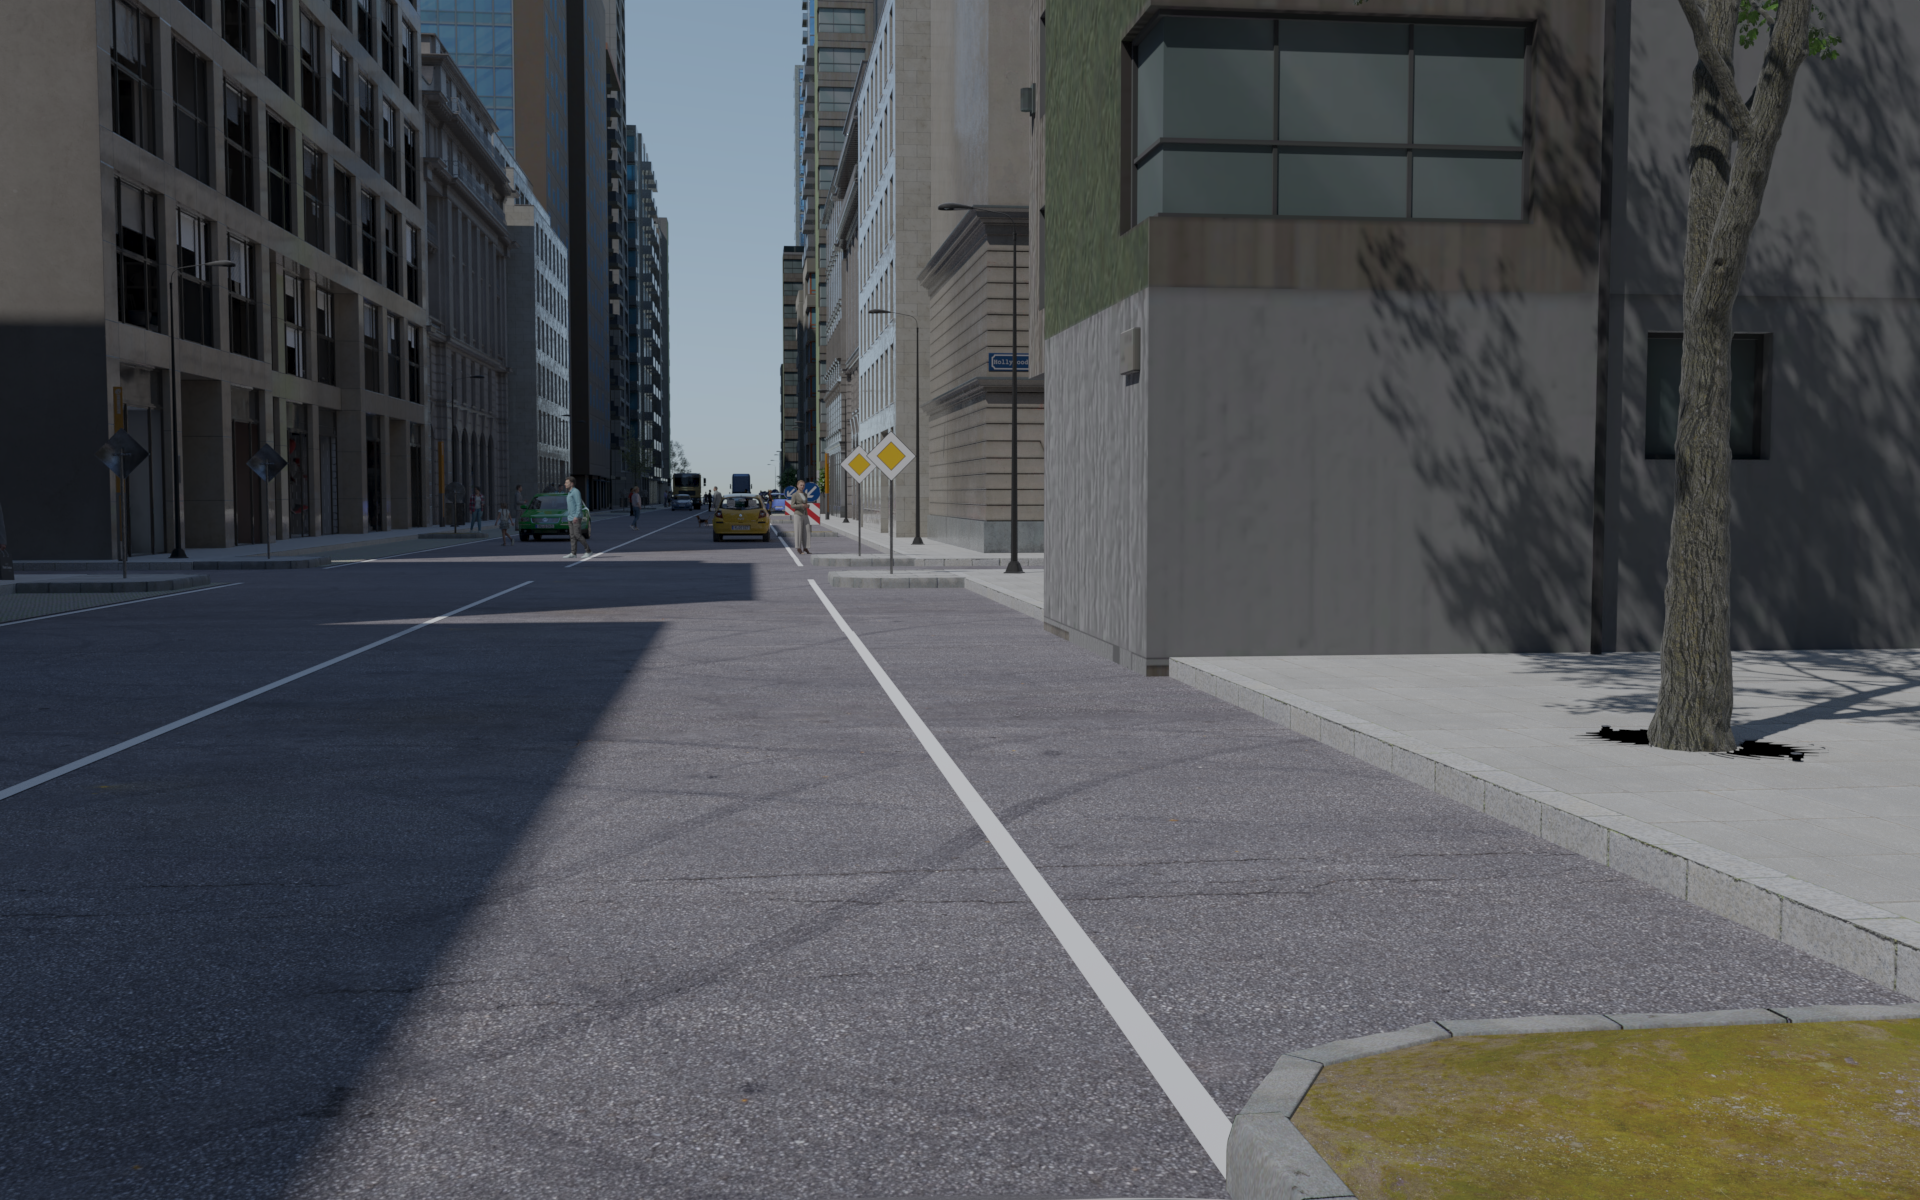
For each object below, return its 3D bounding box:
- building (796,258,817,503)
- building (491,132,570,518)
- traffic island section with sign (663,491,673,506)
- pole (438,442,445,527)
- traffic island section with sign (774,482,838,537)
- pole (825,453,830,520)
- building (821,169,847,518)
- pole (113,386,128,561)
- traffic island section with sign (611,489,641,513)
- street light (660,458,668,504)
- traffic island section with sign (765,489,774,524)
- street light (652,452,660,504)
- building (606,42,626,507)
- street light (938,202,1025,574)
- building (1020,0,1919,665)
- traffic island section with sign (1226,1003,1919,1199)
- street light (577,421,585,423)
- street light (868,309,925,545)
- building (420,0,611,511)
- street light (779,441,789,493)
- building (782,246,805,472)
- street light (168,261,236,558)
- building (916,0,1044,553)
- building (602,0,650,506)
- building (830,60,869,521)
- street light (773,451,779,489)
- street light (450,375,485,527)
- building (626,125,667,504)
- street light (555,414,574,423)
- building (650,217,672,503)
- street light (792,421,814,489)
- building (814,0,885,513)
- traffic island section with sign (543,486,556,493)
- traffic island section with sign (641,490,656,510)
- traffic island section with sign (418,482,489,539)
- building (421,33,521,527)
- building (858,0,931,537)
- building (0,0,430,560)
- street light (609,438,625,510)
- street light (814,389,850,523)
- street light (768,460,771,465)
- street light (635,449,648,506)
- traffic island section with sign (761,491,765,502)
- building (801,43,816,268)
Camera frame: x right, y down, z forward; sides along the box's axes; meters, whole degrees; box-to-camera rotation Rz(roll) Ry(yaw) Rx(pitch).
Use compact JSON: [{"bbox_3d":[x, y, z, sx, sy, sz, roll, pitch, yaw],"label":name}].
[{"bbox_3d":[0.760,-18.231,143.121,27.650,21.520,28.899,0,4,-7],"label":"building"},{"bbox_3d":[-28.563,-14.944,99.079,10.420,20.320,16.860,0,4,-7],"label":"building"},{"bbox_3d":[-35.789,-12.604,214.701,1.989,1.847,2.006,0,4,-7],"label":"traffic island section with sign"},{"bbox_3d":[-20.129,-4.489,67.245,0.158,3.312,0.155,0,3,0],"label":"pole"},{"bbox_3d":[-5.166,-3.044,58.396,1.989,1.847,2.006,0,4,-7],"label":"traffic island section with sign"},{"bbox_3d":[-6.619,-5.658,86.359,0.158,3.312,0.155,0,3,0],"label":"pole"},{"bbox_3d":[-2.886,-15.467,102.030,9.793,20.994,18.267,0,4,-7],"label":"building"},{"bbox_3d":[-15.984,-2.392,32.958,0.158,3.312,0.155,0,3,0],"label":"pole"},{"bbox_3d":[-25.822,-7.623,133.260,1.989,1.847,2.006,0,4,-7],"label":"traffic island section with sign"},{"bbox_3d":[-38.575,-15.479,225.628,1.470,5.913,1.316,0,4,-7],"label":"street light"},{"bbox_3d":[-8.437,-4.680,85.153,1.989,1.847,2.006,0,4,-7],"label":"traffic island section with sign"},{"bbox_3d":[-34.472,-13.447,192.402,1.470,5.913,1.316,0,4,-7],"label":"street light"},{"bbox_3d":[-43.788,-31.210,164.913,22.147,44.769,28.867,0,4,-7],"label":"building"},{"bbox_3d":[0.341,-3.381,27.825,1.470,5.913,1.316,0,4,-7],"label":"street light"},{"bbox_3d":[7.598,-15.204,20.291,14.160,30.474,14.107,0,4,-7],"label":"building"},{"bbox_3d":[1.587,0.331,3.216,1.989,1.847,2.006,0,4,-7],"label":"traffic island section with sign"},{"bbox_3d":[-24.441,-8.399,109.862,1.470,5.913,1.316,0,4,-7],"label":"street light"},{"bbox_3d":[-1.607,-4.349,43.648,1.470,5.913,1.316,0,4,-7],"label":"street light"},{"bbox_3d":[-36.855,-30.213,144.088,14.600,45.320,14.200,0,4,-7],"label":"building"},{"bbox_3d":[-14.937,-11.024,152.787,1.470,5.913,1.316,0,4,-7],"label":"street light"},{"bbox_3d":[-13.759,-26.393,203.233,14.160,30.474,14.107,0,4,-7],"label":"building"},{"bbox_3d":[-15.106,-3.792,34.547,1.470,5.913,1.316,0,4,-7],"label":"street light"},{"bbox_3d":[16.699,-13.752,43.923,34.723,24.649,14.460,0,4,-7],"label":"building"},{"bbox_3d":[-46.679,-46.531,199.040,20.563,71.187,20.611,0,4,-7],"label":"building"},{"bbox_3d":[1.220,-14.596,80.447,13.314,21.916,24.055,0,4,-7],"label":"building"},{"bbox_3d":[-19.052,-13.077,186.350,1.470,5.913,1.316,0,4,-7],"label":"street light"},{"bbox_3d":[-19.267,-5.824,67.766,1.470,5.913,1.316,0,4,-7],"label":"street light"},{"bbox_3d":[-50.691,-37.021,224.902,23.786,49.044,30.456,0,4,-7],"label":"building"},{"bbox_3d":[-23.368,-7.856,100.993,1.470,5.913,1.316,0,4,-7],"label":"street light"},{"bbox_3d":[-48.948,-34.520,247.991,14.154,41.232,14.086,0,4,-7],"label":"building"},{"bbox_3d":[-9.825,-8.429,110.349,1.470,5.913,1.316,0,4,-7],"label":"street light"},{"bbox_3d":[-3.086,-26.718,120.439,14.154,41.232,14.086,0,4,-7],"label":"building"},{"bbox_3d":[-19.732,-4.577,83.464,1.989,1.847,2.006,0,4,-7],"label":"traffic island section with sign"},{"bbox_3d":[-29.146,-9.280,160.362,1.989,1.847,2.006,0,4,-7],"label":"traffic island section with sign"},{"bbox_3d":[-16.392,-2.908,56.174,1.989,1.847,2.006,0,4,-7],"label":"traffic island section with sign"},{"bbox_3d":[-28.024,-14.447,78.002,13.314,21.916,24.055,0,4,-7],"label":"building"},{"bbox_3d":[2.250,-12.516,59.395,10.420,20.320,16.860,0,4,-7],"label":"building"},{"bbox_3d":[-28.092,-14.928,48.590,19.350,26.468,34.151,0,4,-7],"label":"building"},{"bbox_3d":[-28.504,-10.483,143.933,1.470,5.913,1.316,0,4,-7],"label":"street light"},{"bbox_3d":[-5.611,-6.382,76.887,1.470,5.913,1.316,0,4,-7],"label":"street light"},{"bbox_3d":[-25.074,-16.092,235.651,1.470,5.913,1.316,0,4,-7],"label":"street light"},{"bbox_3d":[-32.617,-12.515,177.158,1.470,5.913,1.316,0,4,-7],"label":"street light"},{"bbox_3d":[-14.501,-7.713,134.735,1.989,1.847,2.006,0,4,-7],"label":"traffic island section with sign"},{"bbox_3d":[-4.233,-33.758,171.553,23.786,49.044,30.456,0,4,-7],"label":"building"}]
